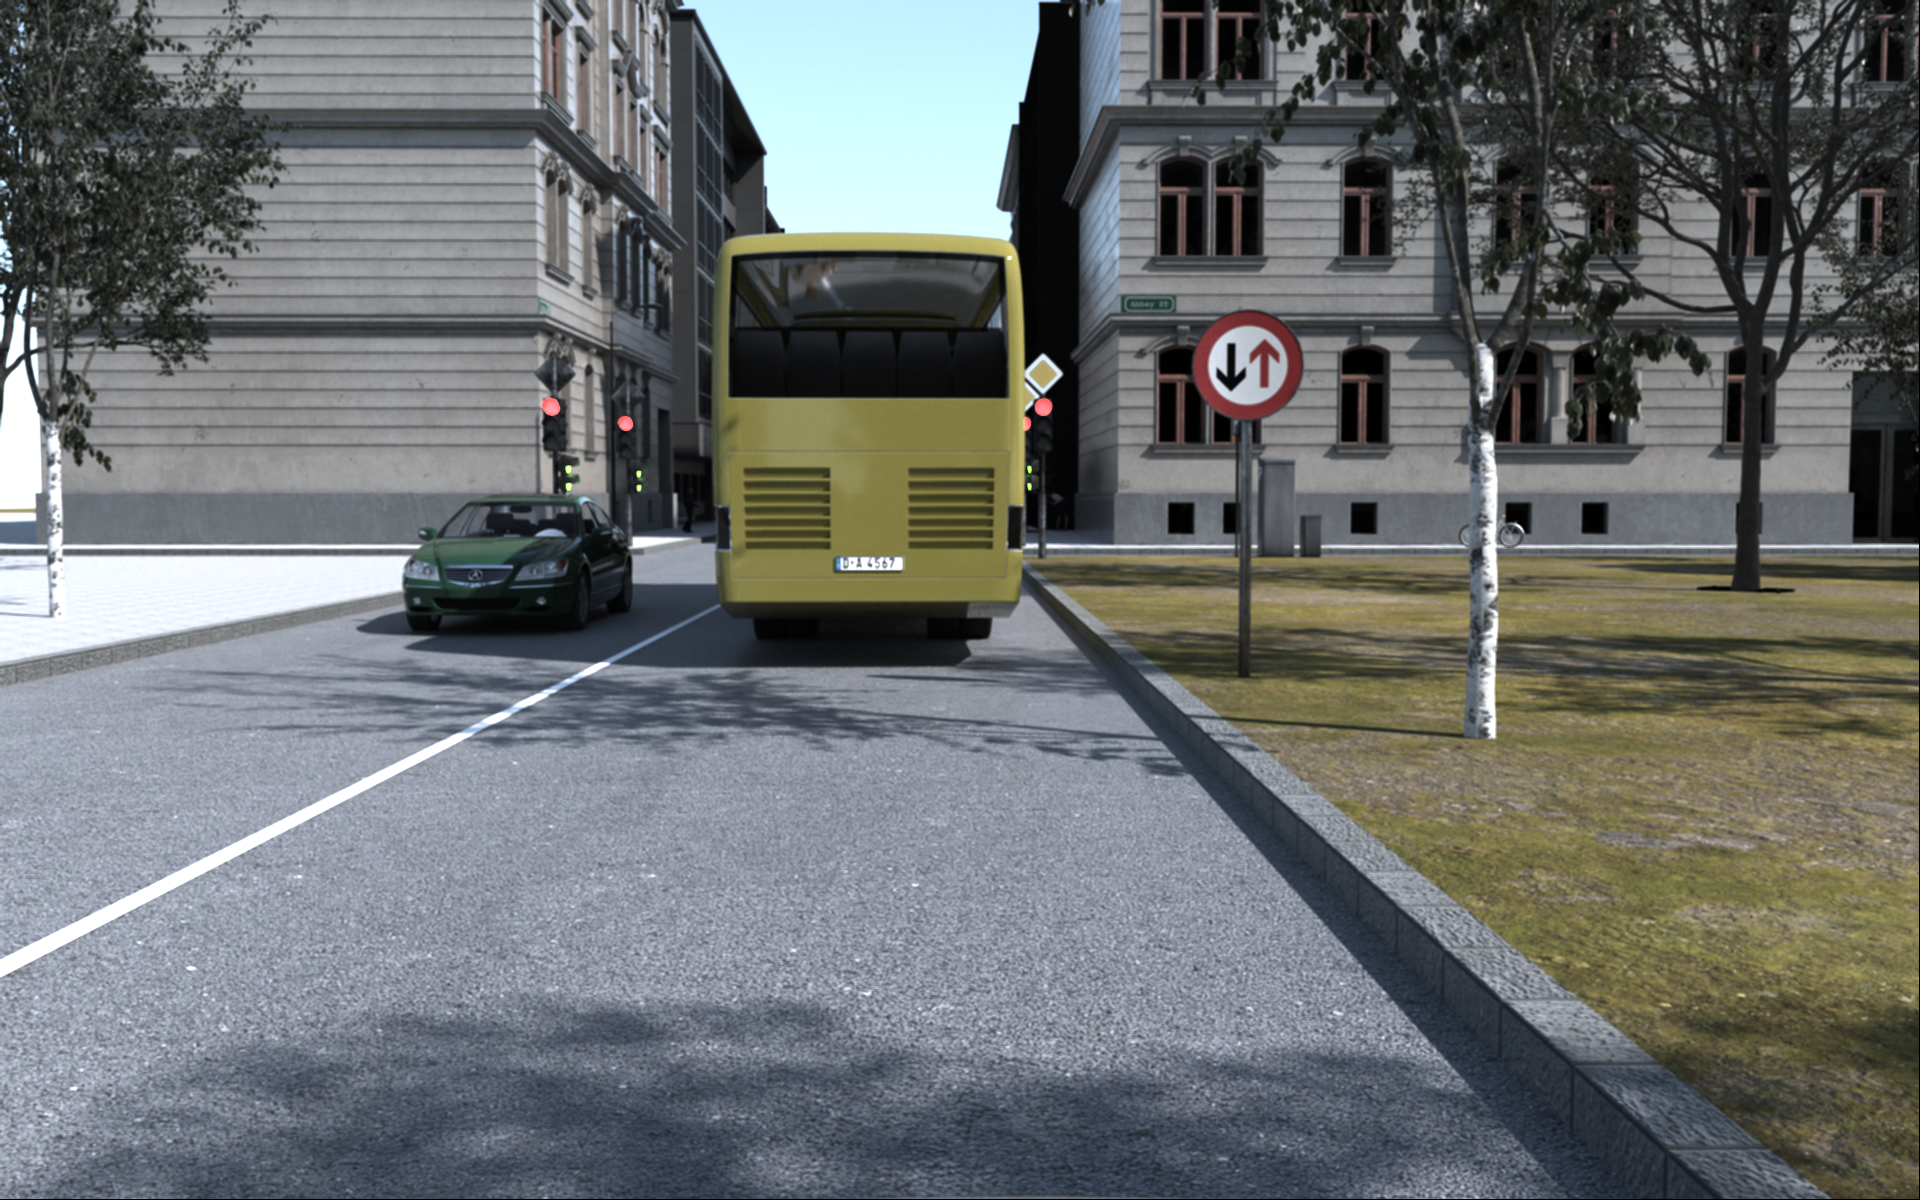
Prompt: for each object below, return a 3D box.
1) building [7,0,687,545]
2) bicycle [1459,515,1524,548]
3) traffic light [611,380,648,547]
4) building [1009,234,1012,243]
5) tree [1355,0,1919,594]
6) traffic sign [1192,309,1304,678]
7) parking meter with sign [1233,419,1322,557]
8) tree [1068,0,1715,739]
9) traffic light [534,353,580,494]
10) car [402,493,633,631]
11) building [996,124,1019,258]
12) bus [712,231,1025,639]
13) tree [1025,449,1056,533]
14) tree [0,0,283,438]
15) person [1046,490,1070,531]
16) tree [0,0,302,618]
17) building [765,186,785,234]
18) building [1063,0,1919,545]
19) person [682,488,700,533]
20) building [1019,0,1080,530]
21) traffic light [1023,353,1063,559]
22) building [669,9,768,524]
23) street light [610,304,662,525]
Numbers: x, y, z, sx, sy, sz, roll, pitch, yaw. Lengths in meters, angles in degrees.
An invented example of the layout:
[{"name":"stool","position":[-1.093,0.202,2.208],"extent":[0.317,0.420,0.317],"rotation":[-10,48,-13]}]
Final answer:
[{"name":"building","position":[-16.844,-16.303,53.947],"extent":[14.401,28.519,23.554],"rotation":[0,4,-1]},{"name":"bicycle","position":[12.794,-1.736,41.599],"extent":[1.543,0.972,0.635],"rotation":[1,4,11]},{"name":"traffic light","position":[-8.041,-3.232,42.094],"extent":[0.839,4.213,0.868],"rotation":[0,4,-1]},{"name":"building","position":[10.194,-16.846,131.857],"extent":[16.016,20.091,11.380],"rotation":[0,4,-1]},{"name":"tree","position":[10.520,-6.861,22.553],"extent":[12.009,13.543,11.850],"rotation":[0,3,0]},{"name":"traffic sign","position":[1.993,-0.731,12.063],"extent":[0.768,2.556,0.104],"rotation":[0,4,6]},{"name":"parking meter with sign","position":[6.447,-2.380,35.171],"extent":[1.738,3.016,0.543],"rotation":[0,4,-4]},{"name":"tree","position":[2.544,-3.571,8.742],"extent":[4.360,8.622,3.978],"rotation":[0,3,0]},{"name":"traffic light","position":[-7.950,-2.744,34.110],"extent":[0.839,4.213,0.868],"rotation":[0,4,-1]},{"name":"car","position":[-4.904,-0.483,19.695],"extent":[2.131,1.459,4.920],"rotation":[0,4,-1]},{"name":"building","position":[7.349,-15.077,97.420],"extent":[10.553,20.767,40.483],"rotation":[0,4,-1]},{"name":"bus","position":[-0.982,-1.738,19.971],"extent":[2.896,3.916,12.252],"rotation":[0,4,-2]},{"name":"tree","position":[2.243,-3.880,58.044],"extent":[1.663,3.219,1.824],"rotation":[0,3,0]},{"name":"tree","position":[-14.732,-5.626,26.405],"extent":[7.601,10.594,8.767],"rotation":[0,4,7]},{"name":"person","position":[3.394,-3.115,60.158],"extent":[0.799,1.438,0.628],"rotation":[0,4,-5]},{"name":"tree","position":[-9.216,-4.133,17.938],"extent":[4.360,8.622,3.978],"rotation":[0,3,0]},{"name":"building","position":[-17.461,-16.859,105.325],"extent":[12.332,23.373,15.834],"rotation":[0,4,-1]},{"name":"building","position":[14.910,-15.991,48.849],"extent":[23.554,28.519,14.401],"rotation":[0,4,-1]},{"name":"person","position":[-8.944,-2.993,57.676],"extent":[0.600,1.496,0.574],"rotation":[0,4,0]},{"name":"building","position":[8.850,-14.653,69.251],"extent":[12.332,23.373,15.834],"rotation":[0,4,-1]},{"name":"traffic light","position":[1.610,-2.752,34.235],"extent":[0.839,4.213,0.868],"rotation":[0,4,-1]},{"name":"building","position":[-17.615,-16.071,81.821],"extent":[14.314,24.678,30.058],"rotation":[0,4,-1]},{"name":"street light","position":[-7.960,-4.272,42.384],"extent":[1.470,5.913,1.316],"rotation":[0,4,-1]}]
